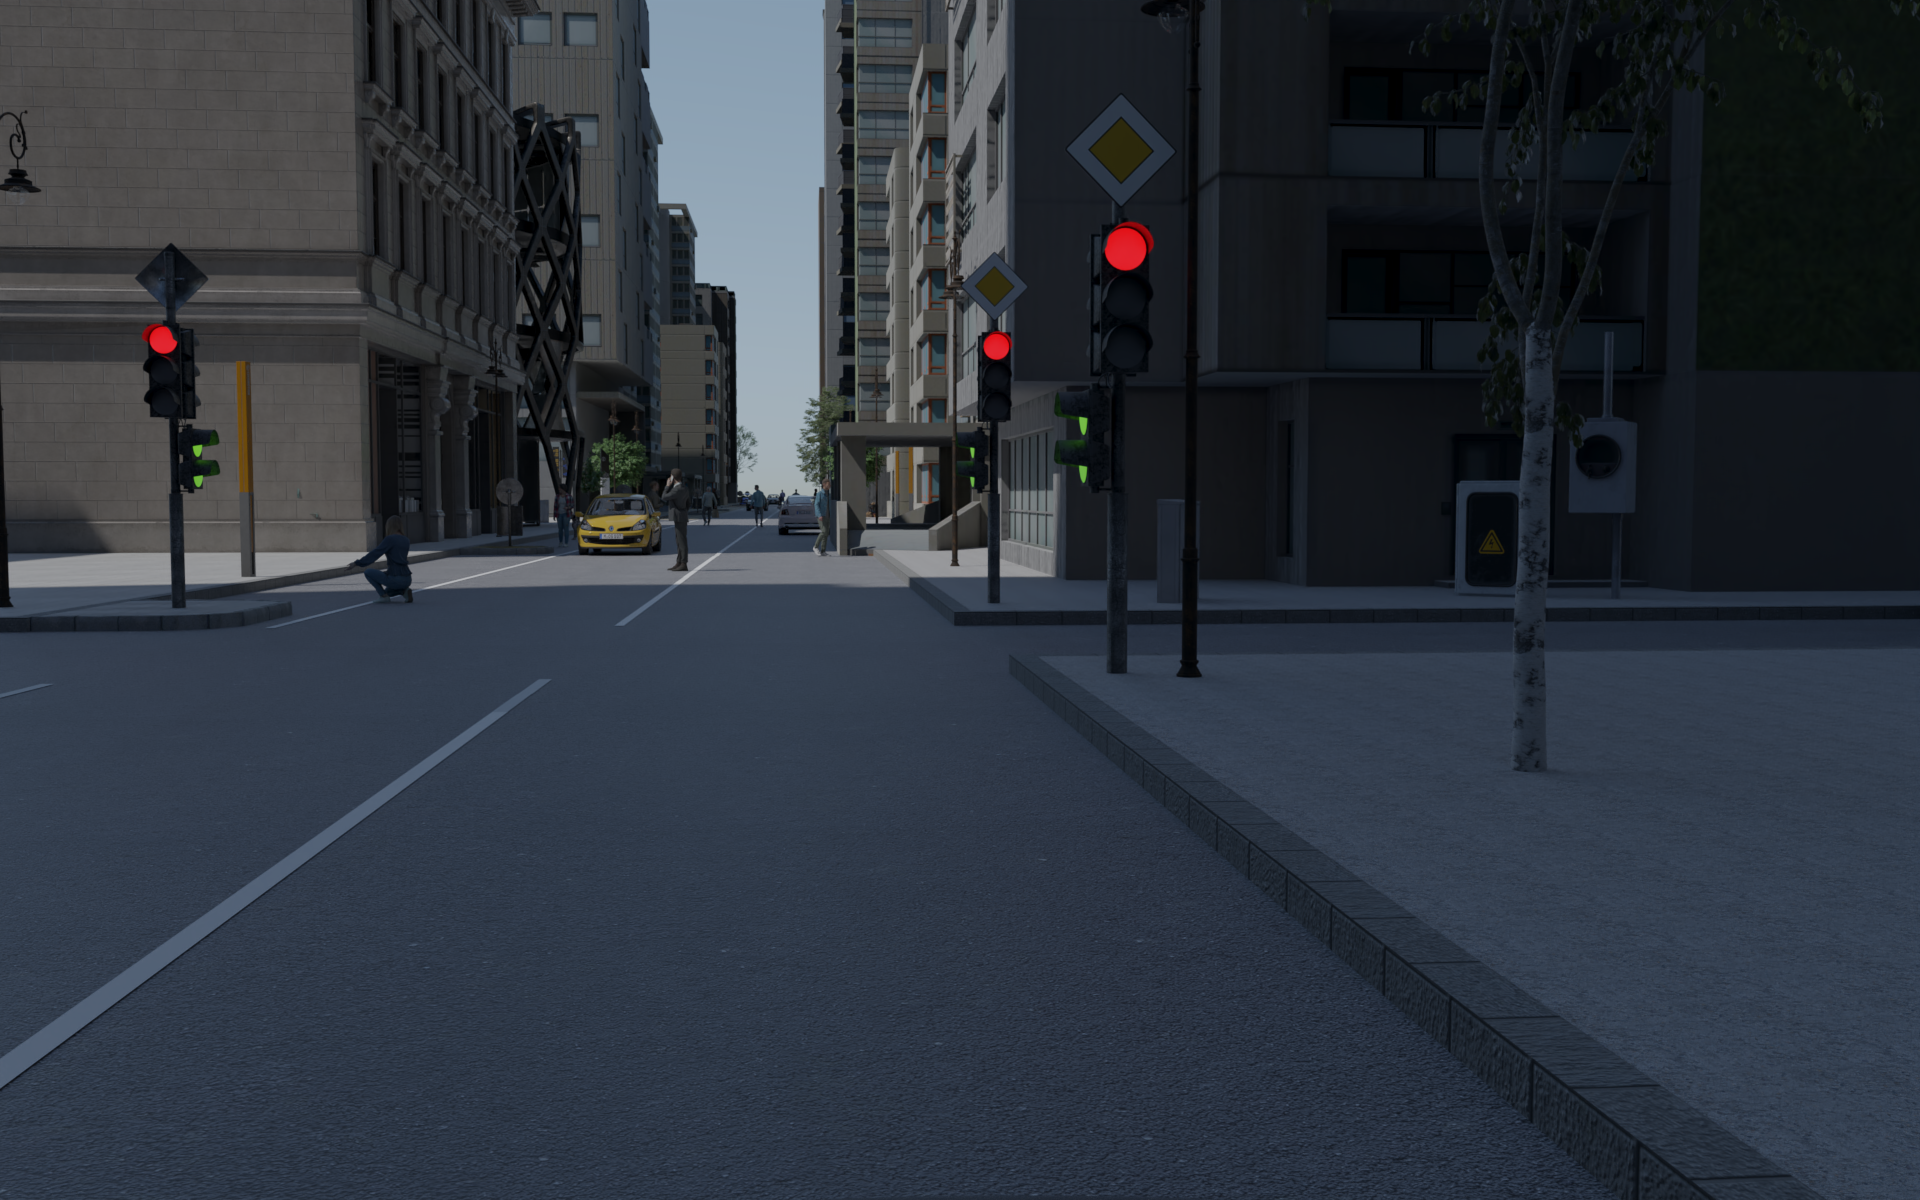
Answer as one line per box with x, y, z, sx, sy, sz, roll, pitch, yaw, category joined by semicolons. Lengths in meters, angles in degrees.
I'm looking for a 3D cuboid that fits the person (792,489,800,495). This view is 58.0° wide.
-12.281;-7.421;129.918;1.350;1.814;0.705;1;4;9;person

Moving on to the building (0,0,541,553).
-17.586;-11.468;38.409;10.553;20.767;40.483;0;4;-5;building

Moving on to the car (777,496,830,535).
-5.557;-3.053;62.283;2.083;1.381;4.827;0;4;-4;car

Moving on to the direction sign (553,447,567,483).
-19.098;-5.561;82.914;0.876;3.537;0.379;1;4;20;direction sign

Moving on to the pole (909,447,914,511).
-1.902;-4.507;67.526;0.158;3.312;0.155;0;3;0;pole

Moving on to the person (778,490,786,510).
-16.157;-9.107;157.272;0.709;1.838;0.599;-2;4;-26;person

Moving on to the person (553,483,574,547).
-10.733;-2.300;46.939;0.563;1.720;0.643;0;4;5;person

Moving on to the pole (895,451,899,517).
-2.962;-5.389;81.946;0.158;3.312;0.155;0;3;0;pole

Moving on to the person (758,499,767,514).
-14.361;-7.051;124.501;0.721;1.743;1.217;3;5;40;person

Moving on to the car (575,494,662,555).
-8.206;-1.936;41.872;2.015;1.641;3.980;0;4;-5;car

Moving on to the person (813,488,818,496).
-9.586;-6.537;115.521;0.705;1.807;1.348;0;4;7;person

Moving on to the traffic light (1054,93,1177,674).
1.107;-1.431;12.317;0.839;4.253;0.868;0;4;-5;traffic light

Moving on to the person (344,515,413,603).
-7.606;-0.538;22.787;0.738;1.151;1.012;2;4;32;person

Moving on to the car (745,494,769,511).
-17.230;-8.402;147.154;2.009;1.686;4.222;0;4;-4;car

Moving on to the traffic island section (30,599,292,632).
-8.834;0.167;19.548;2.009;0.180;2.903;0;4;-5;traffic island section

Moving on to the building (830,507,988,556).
12.608;-21.747;47.437;32.217;40.220;23.993;0;4;-5;building

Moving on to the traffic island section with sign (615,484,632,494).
-13.350;-3.684;68.857;1.989;1.847;2.006;0;4;-5;traffic island section with sign

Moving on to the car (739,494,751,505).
-26.742;-12.698;217.205;1.945;1.707;3.694;0;4;-3;car

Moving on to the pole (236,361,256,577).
-11.021;-2.012;26.732;0.158;3.312;0.155;0;3;0;pole

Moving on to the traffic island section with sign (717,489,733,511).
-20.380;-8.375;145.561;1.989;1.847;2.006;0;4;-5;traffic island section with sign

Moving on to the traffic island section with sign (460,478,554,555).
-10.865;-2.024;41.717;1.989;1.847;2.006;0;4;-5;traffic island section with sign

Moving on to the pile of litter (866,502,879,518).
-5.032;-4.955;94.979;1.176;0.858;1.719;-1;4;-9;pile of litter

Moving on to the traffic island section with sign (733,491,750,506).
-25.493;-11.790;201.396;1.989;1.847;2.006;0;4;-5;traffic island section with sign

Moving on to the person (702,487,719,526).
-11.297;-4.243;78.364;0.782;1.767;0.515;-2;4;-26;person

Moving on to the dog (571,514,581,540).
-11.867;-2.298;54.405;0.800;0.831;0.513;1;4;18;dog

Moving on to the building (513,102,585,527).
-23.296;-12.184;66.663;16.820;18.784;16.811;0;4;-5;building

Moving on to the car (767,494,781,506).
-22.614;-12.244;209.980;2.009;1.686;4.222;0;4;-4;car

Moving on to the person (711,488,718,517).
-15.704;-6.232;110.524;0.705;1.807;1.348;1;4;14;person

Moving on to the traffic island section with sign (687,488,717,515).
-17.923;-6.733;118.718;1.989;1.847;2.006;0;4;-5;traffic island section with sign

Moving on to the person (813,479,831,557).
-3.145;-1.887;39.701;0.444;1.785;0.601;2;4;35;person

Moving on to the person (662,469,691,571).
-5.274;-1.488;32.187;0.474;1.900;0.648;0;4;2;person

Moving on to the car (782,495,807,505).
-10.060;-5.843;107.892;2.083;1.381;4.827;0;4;-4;car

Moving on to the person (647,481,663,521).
-7.830;-2.174;44.601;0.362;1.759;0.519;-2;4;-32;person

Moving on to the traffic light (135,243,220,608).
-8.793;-1.865;19.417;0.839;4.253;0.868;0;4;-5;traffic light

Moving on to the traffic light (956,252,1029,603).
0.379;-1.917;20.269;0.839;4.253;0.868;0;4;-5;traffic light

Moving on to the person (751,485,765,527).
-8.822;-4.110;75.566;0.638;1.841;0.748;0;4;-8;person
